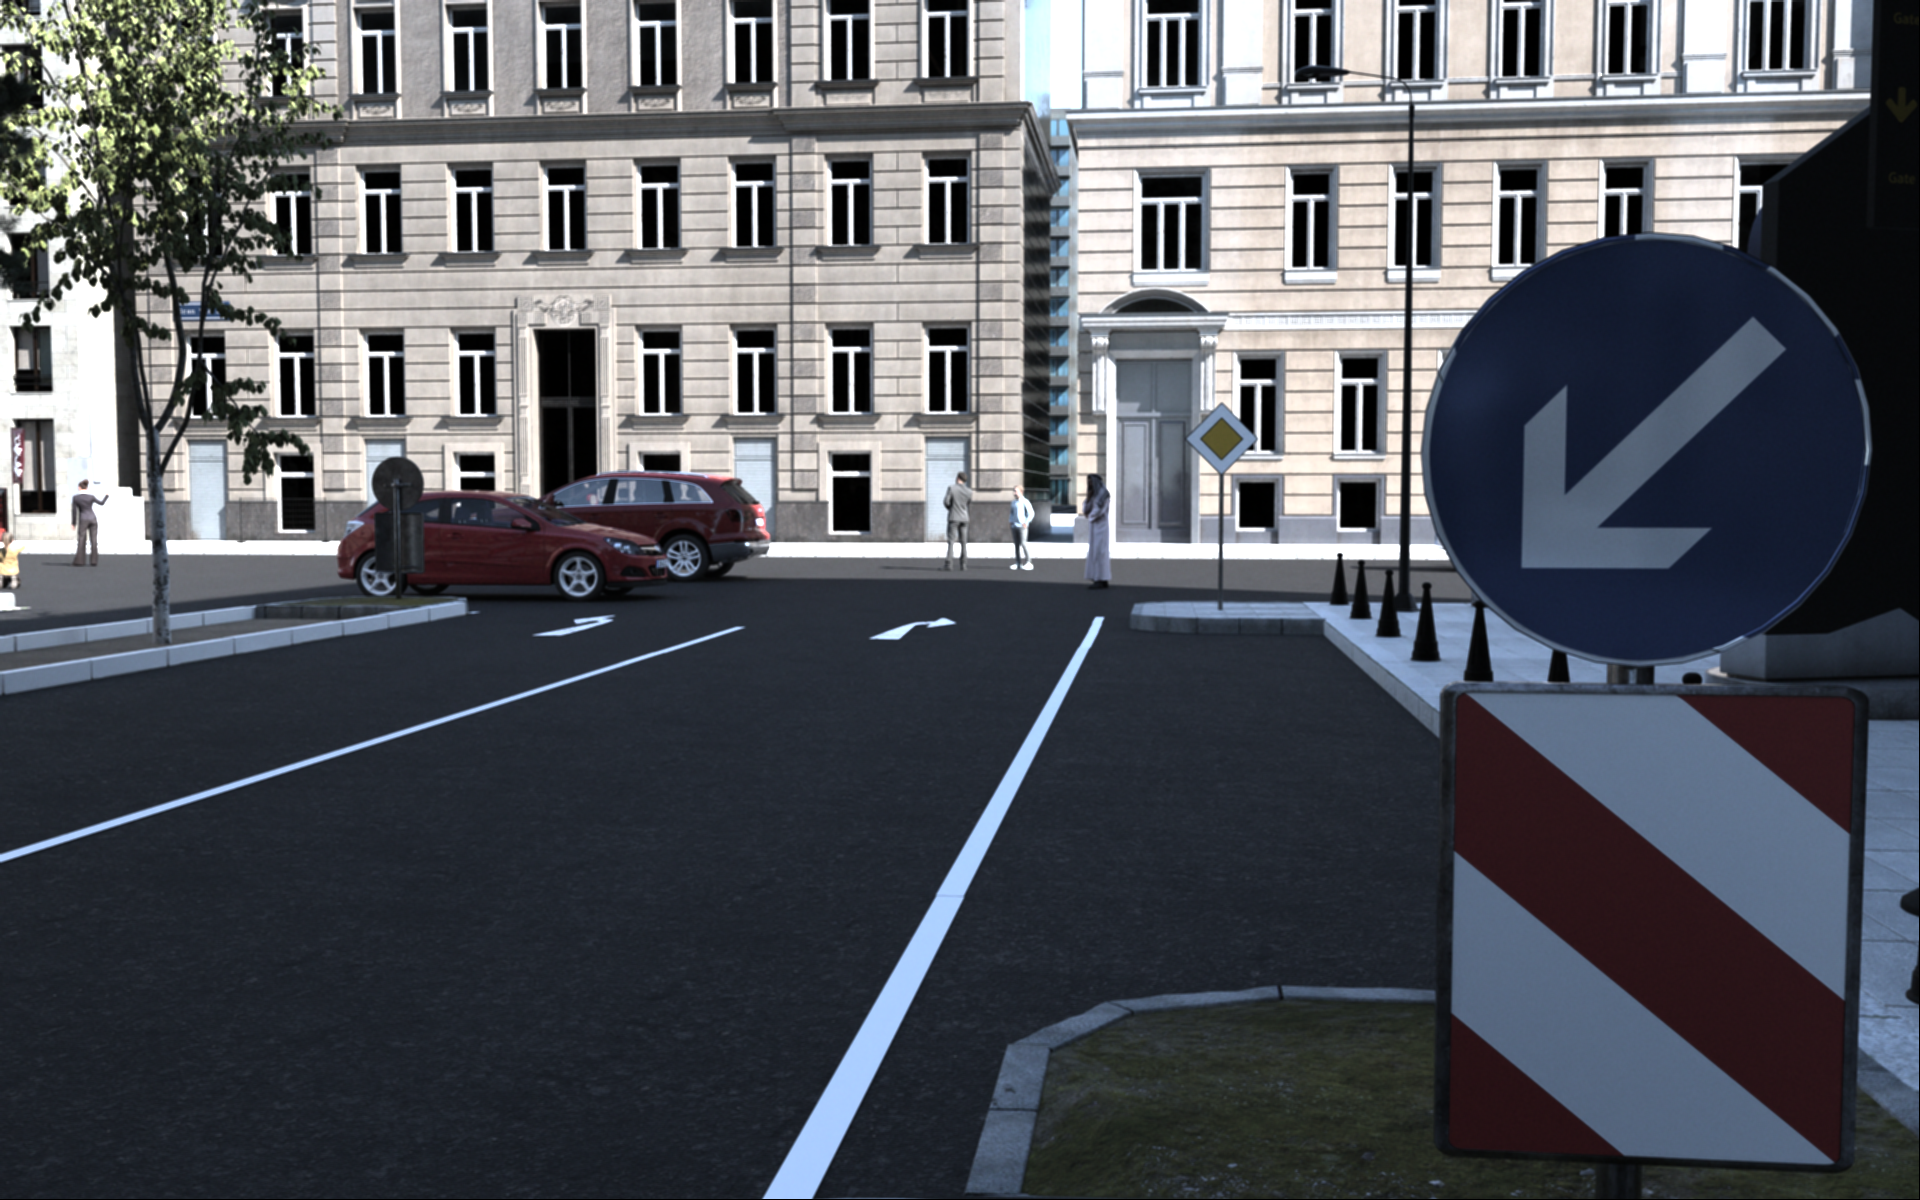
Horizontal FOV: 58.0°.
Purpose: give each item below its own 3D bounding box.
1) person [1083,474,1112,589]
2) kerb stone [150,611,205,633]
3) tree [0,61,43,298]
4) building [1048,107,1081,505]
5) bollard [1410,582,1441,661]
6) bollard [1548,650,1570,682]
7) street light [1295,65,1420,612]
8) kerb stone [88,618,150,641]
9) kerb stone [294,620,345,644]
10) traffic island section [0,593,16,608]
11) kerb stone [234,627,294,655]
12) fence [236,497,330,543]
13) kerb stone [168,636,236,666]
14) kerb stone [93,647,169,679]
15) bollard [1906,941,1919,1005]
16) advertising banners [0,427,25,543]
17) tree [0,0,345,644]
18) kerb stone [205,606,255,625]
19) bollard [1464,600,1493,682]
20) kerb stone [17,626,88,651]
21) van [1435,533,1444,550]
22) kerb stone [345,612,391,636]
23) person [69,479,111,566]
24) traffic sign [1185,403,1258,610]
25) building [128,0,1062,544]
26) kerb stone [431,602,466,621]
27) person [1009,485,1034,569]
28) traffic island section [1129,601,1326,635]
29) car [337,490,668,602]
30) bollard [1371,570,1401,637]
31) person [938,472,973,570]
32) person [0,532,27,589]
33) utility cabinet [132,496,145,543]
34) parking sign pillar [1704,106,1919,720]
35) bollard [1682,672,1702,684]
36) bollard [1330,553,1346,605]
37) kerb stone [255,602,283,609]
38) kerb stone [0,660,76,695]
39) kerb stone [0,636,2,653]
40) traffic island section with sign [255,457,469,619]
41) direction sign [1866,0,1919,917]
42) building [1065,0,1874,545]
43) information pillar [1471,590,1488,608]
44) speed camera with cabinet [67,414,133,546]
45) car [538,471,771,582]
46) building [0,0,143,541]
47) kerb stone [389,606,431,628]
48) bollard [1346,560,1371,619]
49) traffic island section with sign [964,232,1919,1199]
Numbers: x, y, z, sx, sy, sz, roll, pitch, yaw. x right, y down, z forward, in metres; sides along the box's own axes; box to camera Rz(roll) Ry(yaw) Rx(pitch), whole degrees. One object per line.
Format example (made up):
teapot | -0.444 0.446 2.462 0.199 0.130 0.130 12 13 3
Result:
person | 2.077 -1.054 26.397 0.621 1.740 0.551 -3 5 -40
kerb stone | -8.305 0.243 18.229 0.120 0.150 1.000 0 4 7
tree | -8.557 -5.237 10.141 6.751 12.117 7.091 0 3 0
building | 6.094 -36.394 214.646 30.456 49.044 23.786 0 4 7
bollard | 3.597 0.164 13.361 0.229 0.601 0.229 0 3 0
bollard | 3.063 0.439 8.860 0.229 0.601 0.229 0 3 0
street light | 4.334 -2.835 18.896 1.470 5.913 1.316 0 4 7
kerb stone | -8.424 0.308 17.212 0.120 0.150 1.000 0 4 7
kerb stone | -6.344 0.323 16.963 0.120 0.150 1.000 0 4 7
traffic island section | -13.024 0.073 21.095 2.009 0.180 2.903 0 4 7
kerb stone | -6.463 0.382 15.945 0.120 0.150 1.000 0 4 7
fence | -17.796 -2.101 45.547 2.264 1.192 0.480 -1 4 -14
kerb stone | -6.583 0.448 14.922 0.120 0.150 1.000 0 4 7
kerb stone | -6.708 0.509 13.894 0.120 0.150 1.000 0 4 7
bollard | 2.519 0.715 4.357 0.229 0.601 0.229 0 3 0
advertising banners | -25.298 -3.023 45.608 2.074 3.025 0.090 2 4 24
tree | -7.592 -3.865 16.006 4.737 8.622 4.395 0 3 0
kerb stone | -8.180 0.180 19.245 0.120 0.150 1.000 0 4 7
bollard | 3.328 0.302 11.104 0.229 0.601 0.229 0 3 0
kerb stone | -8.544 0.367 16.194 0.120 0.150 1.000 0 4 7
van | 10.994 -1.541 32.202 4.112 2.044 2.013 0 4 5
kerb stone | -6.217 0.266 17.980 0.120 0.150 1.000 0 4 7
person | -17.392 -1.551 34.663 0.445 1.727 0.742 2 4 27
traffic sign | 2.880 -0.947 19.118 0.795 2.450 0.064 0 4 7
building | -9.773 -15.504 50.753 25.104 27.353 12.463 0 4 7
kerb stone | -5.974 0.133 20.024 0.120 0.150 1.000 0 4 7
person | 1.139 -1.400 33.201 0.330 1.601 0.589 -3 4 -37
traffic island section | 2.904 0.189 19.193 2.009 0.180 2.903 0 4 7
car | -6.273 -0.912 23.955 4.494 1.783 2.155 0 4 6
bollard | 3.864 0.027 15.605 0.229 0.601 0.229 0 3 0
person | -0.096 -1.488 32.630 0.655 1.846 0.447 -2 4 -28
person | -14.469 -0.609 26.383 0.347 0.859 0.695 -1 4 -18
utility cabinet | -21.660 -2.091 45.353 0.306 1.237 1.020 -1 4 -8
parking sign pillar | 5.312 -1.342 10.415 1.447 3.967 1.447 -1 4 -13
bollard | 2.790 0.576 6.616 0.229 0.601 0.229 0 3 0
bollard | 4.406 -0.248 20.098 0.229 0.601 0.229 0 3 0
kerb stone | -8.060 0.125 20.264 0.120 0.150 1.000 0 4 7
kerb stone | -6.827 0.570 12.876 0.120 0.150 1.000 0 4 7
kerb stone | -8.675 0.434 15.172 0.120 0.150 1.000 0 4 7
traffic island section with sign | -6.950 -0.763 20.607 2.006 1.907 1.989 0 4 7
direction sign | 3.091 -0.807 5.191 0.876 3.537 0.379 -1 4 -13
building | 13.307 -16.072 48.686 20.117 28.700 13.634 0 4 7
information pillar | 6.018 -0.926 19.632 0.304 2.012 0.304 -1 4 -13
speed camera with cabinet | -21.506 -2.996 43.326 0.660 3.252 2.038 0 4 2
car | -5.874 -1.261 29.289 5.304 1.827 2.281 0 4 7
building | -31.327 -12.079 52.249 16.860 20.320 10.420 0 4 7
kerb stone | -6.099 0.195 19.005 0.120 0.150 1.000 0 4 7
bollard | 4.135 -0.111 17.855 0.229 0.601 0.229 0 3 0
traffic island section with sign | 1.031 0.317 3.441 1.989 1.847 2.006 0 4 7
